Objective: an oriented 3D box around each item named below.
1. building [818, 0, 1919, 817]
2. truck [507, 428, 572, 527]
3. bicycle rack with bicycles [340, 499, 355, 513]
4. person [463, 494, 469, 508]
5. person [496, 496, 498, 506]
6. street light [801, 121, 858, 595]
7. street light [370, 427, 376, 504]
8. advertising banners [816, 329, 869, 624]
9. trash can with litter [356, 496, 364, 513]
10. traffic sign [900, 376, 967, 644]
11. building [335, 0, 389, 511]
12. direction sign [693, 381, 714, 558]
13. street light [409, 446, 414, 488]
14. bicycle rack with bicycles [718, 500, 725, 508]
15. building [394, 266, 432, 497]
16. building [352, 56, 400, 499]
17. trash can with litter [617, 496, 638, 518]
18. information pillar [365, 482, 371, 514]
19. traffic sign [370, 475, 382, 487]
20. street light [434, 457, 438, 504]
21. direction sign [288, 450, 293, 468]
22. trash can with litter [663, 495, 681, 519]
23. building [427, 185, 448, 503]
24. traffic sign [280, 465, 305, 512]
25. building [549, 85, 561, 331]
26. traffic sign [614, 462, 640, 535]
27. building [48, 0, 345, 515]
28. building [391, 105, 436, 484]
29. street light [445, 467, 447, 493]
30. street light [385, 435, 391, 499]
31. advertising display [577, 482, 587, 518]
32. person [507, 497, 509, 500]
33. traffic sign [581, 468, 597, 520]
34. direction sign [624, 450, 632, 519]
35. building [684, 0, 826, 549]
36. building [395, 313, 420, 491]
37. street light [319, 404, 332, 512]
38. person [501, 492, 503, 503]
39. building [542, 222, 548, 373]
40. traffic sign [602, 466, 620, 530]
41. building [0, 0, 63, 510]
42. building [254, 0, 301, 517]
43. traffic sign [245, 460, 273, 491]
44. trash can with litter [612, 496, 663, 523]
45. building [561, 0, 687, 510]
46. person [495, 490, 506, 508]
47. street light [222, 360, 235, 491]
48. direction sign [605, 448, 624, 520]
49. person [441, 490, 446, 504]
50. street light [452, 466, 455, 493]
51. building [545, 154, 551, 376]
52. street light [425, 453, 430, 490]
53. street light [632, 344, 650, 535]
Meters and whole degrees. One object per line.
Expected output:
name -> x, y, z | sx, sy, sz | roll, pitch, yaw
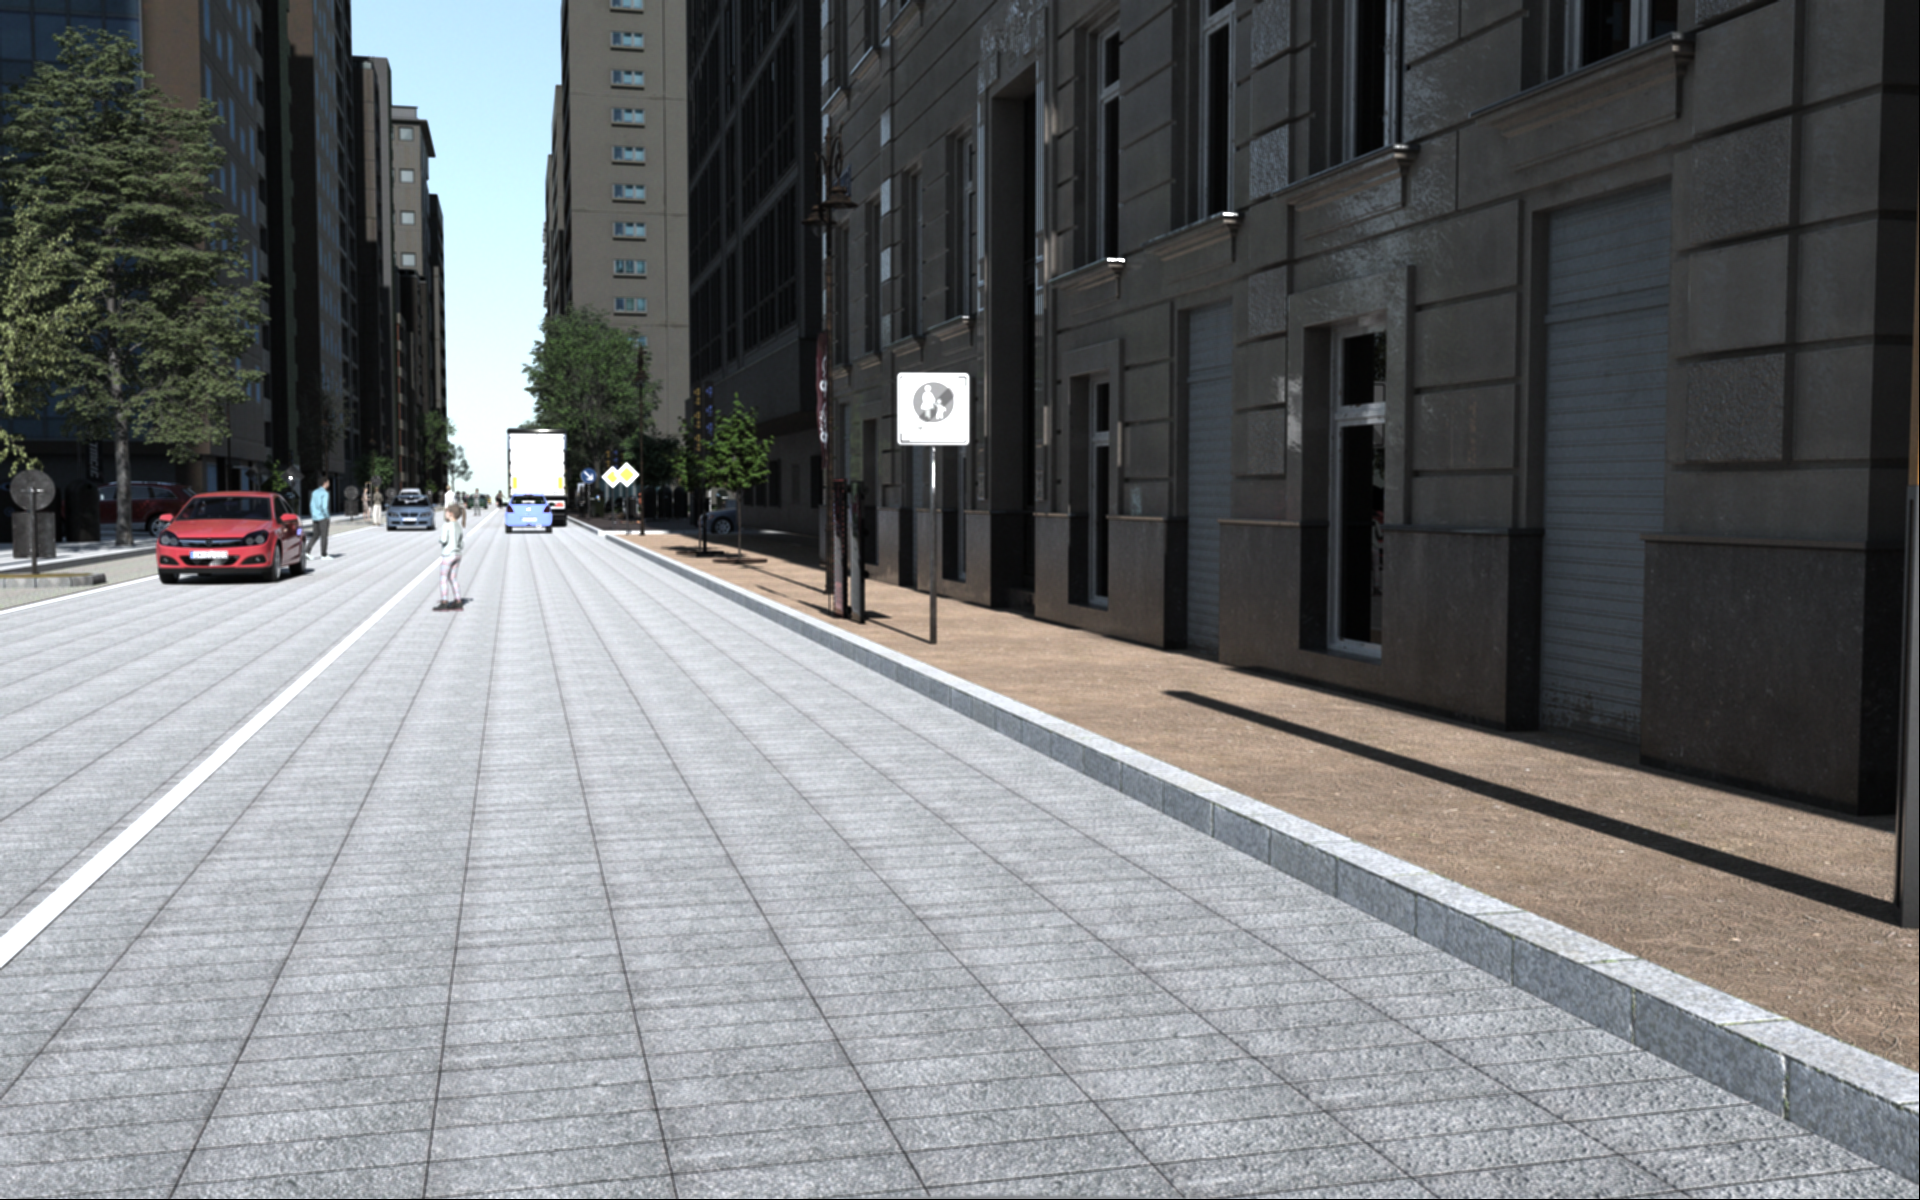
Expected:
building -> 6.016, -13.572, 19.166 | 12.463, 27.353, 25.104 | -1, 4, -14
truck -> -19.267, -5.536, 79.425 | 2.839, 4.237, 11.283 | -1, 4, -13
bicycle rack with bicycles -> -43.120, -6.608, 121.428 | 2.925, 0.926, 2.852 | -3, 5, -45
person -> -49.386, -9.883, 173.313 | 0.697, 1.427, 0.421 | 3, 4, 39
person -> -52.838, -11.386, 197.886 | 0.421, 1.427, 0.697 | 0, 4, 0
street light -> -1.661, -3.010, 21.994 | 0.468, 5.910, 1.993 | -1, 4, -14
street light -> -40.348, -8.950, 119.117 | 0.468, 5.910, 1.993 | -1, 4, -14
advertising banners -> -1.236, -1.328, 17.897 | 0.090, 3.025, 2.074 | -1, 4, -17
trash can with litter -> -40.591, -6.484, 117.405 | 0.624, 1.170, 1.055 | -1, 4, -9
traffic sign -> -0.229, -0.771, 14.743 | 0.606, 2.300, 0.079 | 0, 4, -5
building -> -57.102, -42.771, 137.552 | 20.563, 71.187, 20.611 | -1, 4, -14
direction sign -> -5.173, -2.631, 35.008 | 0.379, 3.537, 0.876 | -2, 4, -35
street light -> -51.857, -11.699, 164.061 | 0.468, 5.910, 1.993 | -1, 4, -14
bicycle rack with bicycles -> -14.856, -6.144, 113.841 | 2.852, 0.926, 2.925 | 0, 4, -6
building -> -74.534, -27.326, 218.473 | 14.160, 30.474, 14.107 | -1, 4, -14
building -> -58.646, -28.890, 155.948 | 14.154, 41.232, 14.086 | -1, 4, -14
trash can with litter -> -17.588, -4.901, 91.521 | 0.624, 1.170, 1.055 | 2, 4, 35
information pillar -> -37.470, -6.432, 109.662 | 0.304, 2.012, 0.304 | -2, 4, -28
traffic sign -> -39.484, -7.161, 117.183 | 0.768, 2.556, 0.104 | -1, 4, -13
street light -> -64.638, -14.726, 213.550 | 0.468, 5.910, 1.993 | -1, 4, -14
direction sign -> -34.204, -5.907, 88.570 | 0.379, 3.537, 0.876 | 0, 4, -8
trash can with litter -> -14.761, -4.698, 87.866 | 2.233, 1.210, 1.678 | 3, 5, 44
building -> -89.224, -39.018, 261.644 | 21.300, 48.544, 21.600 | -1, 4, -14
traffic sign -> -22.807, -3.399, 59.209 | 0.795, 2.450, 0.064 | -1, 4, -14
building -> -35.551, -35.205, 199.300 | 21.300, 48.544, 21.600 | -1, 4, -14
traffic sign -> -10.406, -3.087, 54.120 | 0.795, 2.450, 0.064 | -1, 4, -14
building -> -46.982, -28.045, 108.644 | 14.600, 45.320, 14.200 | -1, 4, -14
building -> -86.546, -39.567, 236.151 | 28.713, 52.752, 27.495 | -1, 4, -14
street light -> -72.326, -16.576, 243.803 | 0.468, 5.910, 1.993 | -1, 4, -14
street light -> -43.960, -9.819, 133.335 | 0.468, 5.910, 1.993 | -1, 4, -14
advertising display -> -20.122, -5.322, 92.236 | 0.123, 1.923, 0.974 | -3, 4, -38
person -> -40.814, -9.143, 157.979 | 0.705, 1.826, 1.348 | 1, 4, 23
traffic sign -> -18.069, -5.150, 84.313 | 0.768, 2.556, 0.104 | -1, 4, -13
direction sign -> -17.326, -5.991, 89.944 | 0.876, 3.537, 0.379 | 2, 4, 34
building -> 1.262, -15.274, 43.242 | 14.314, 27.812, 24.014 | -1, 4, -14
building -> -70.279, -20.240, 175.966 | 27.650, 21.520, 28.899 | -1, 4, -14
street light -> -32.569, -7.111, 89.045 | 0.468, 5.910, 1.993 | -1, 4, -14
person -> -53.563, -11.787, 202.153 | 0.436, 1.711, 0.756 | -1, 4, -21
building -> -55.056, -40.208, 277.008 | 23.786, 49.044, 30.456 | -1, 4, -14
traffic sign -> -12.395, -3.560, 61.855 | 0.795, 2.450, 0.064 | -1, 4, -14
building -> -35.303, -25.435, 65.978 | 14.600, 45.320, 14.200 | -1, 4, -14
building -> -41.948, -19.318, 87.558 | 14.160, 30.474, 14.107 | -1, 4, -14
traffic sign -> -20.818, -2.925, 51.474 | 0.795, 2.450, 0.064 | -1, 4, -14
trash can with litter -> -14.500, -3.989, 76.272 | 1.678, 1.210, 2.233 | -3, 5, -41
building -> -23.332, -32.250, 150.992 | 21.300, 48.544, 21.600 | -1, 4, -14
person -> -46.749, -10.252, 176.129 | 1.348, 1.823, 0.705 | 2, 4, 24
street light -> -24.882, -5.270, 58.950 | 0.468, 5.910, 1.993 | -1, 4, -14
direction sign -> -17.223, -5.732, 85.721 | 0.876, 3.537, 0.379 | 2, 4, 34
person -> -41.383, -7.967, 139.475 | 1.217, 1.735, 0.721 | 3, 4, 37
street light -> -80.081, -18.416, 273.880 | 0.468, 5.910, 1.993 | -1, 4, -14
building -> -45.370, -37.523, 237.194 | 21.300, 48.544, 21.600 | -1, 4, -14
street light -> -59.802, -13.573, 194.703 | 0.468, 5.910, 1.993 | -1, 4, -14
street light -> -9.861, -4.943, 53.601 | 0.468, 5.910, 1.993 | -1, 4, -14
